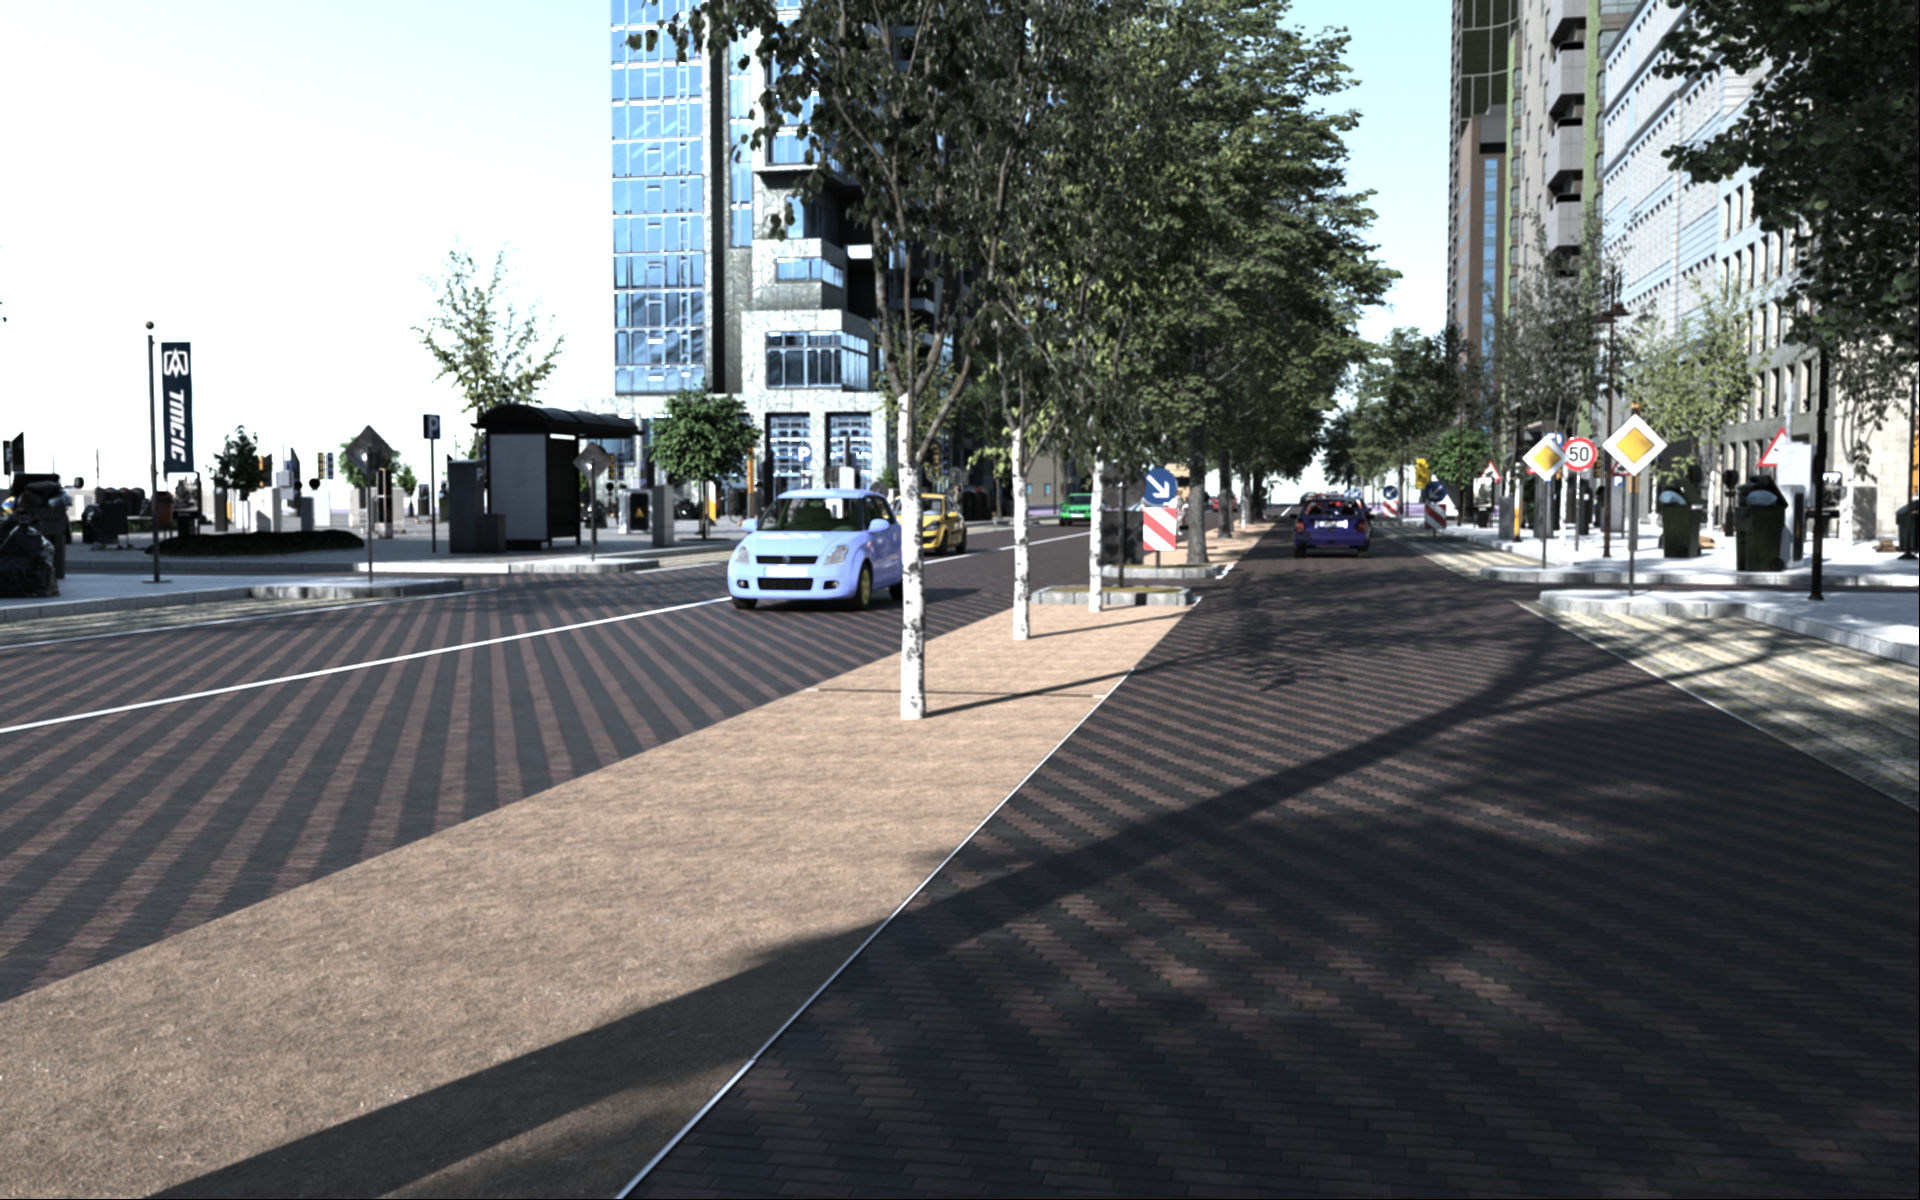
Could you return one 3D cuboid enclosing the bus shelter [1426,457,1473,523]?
[{"bbox_3d":[22.582,-5.239,79.573,2.014,3.302,5.546,1,4,11],"label":"bus shelter"}]

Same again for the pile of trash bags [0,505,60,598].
[{"bbox_3d":[-13.120,-0.727,21.635,3.447,1.369,1.912,-1,4,-19],"label":"pile of trash bags"}]

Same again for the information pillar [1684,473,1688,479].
[{"bbox_3d":[25.735,-3.461,61.077,0.304,2.012,0.304,0,4,-4],"label":"information pillar"}]

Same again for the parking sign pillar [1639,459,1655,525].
[{"bbox_3d":[29.571,-5.187,73.283,1.447,3.967,1.447,3,4,38],"label":"parking sign pillar"}]

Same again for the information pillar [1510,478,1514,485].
[{"bbox_3d":[25.253,-4.556,78.987,0.304,2.012,0.304,-2,4,-28],"label":"information pillar"}]

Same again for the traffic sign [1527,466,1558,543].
[{"bbox_3d":[15.396,-2.801,45.806,0.884,2.594,0.081,1,4,12],"label":"traffic sign"}]

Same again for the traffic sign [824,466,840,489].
[{"bbox_3d":[-4.737,-3.791,64.118,0.606,2.300,0.079,1,4,14],"label":"traffic sign"}]

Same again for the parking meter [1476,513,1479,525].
[{"bbox_3d":[21.453,-4.003,71.159,0.399,1.863,0.255,-1,4,-20],"label":"parking meter"}]

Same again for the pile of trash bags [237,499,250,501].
[{"bbox_3d":[-41.330,-5.562,100.686,3.447,1.369,1.912,-2,4,-30],"label":"pile of trash bags"}]

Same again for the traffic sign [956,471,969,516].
[{"bbox_3d":[0.093,-4.615,77.586,0.606,2.300,0.079,1,4,19],"label":"traffic sign"}]

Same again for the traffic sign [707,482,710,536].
[{"bbox_3d":[-7.649,-3.210,52.586,0.768,2.556,0.104,1,4,16],"label":"traffic sign"}]

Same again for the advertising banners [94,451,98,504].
[{"bbox_3d":[-34.270,-4.435,68.698,0.090,3.025,2.074,-2,4,-29],"label":"advertising banners"}]

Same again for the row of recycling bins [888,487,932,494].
[{"bbox_3d":[-2.967,-5.594,98.569,3.534,1.692,1.069,3,5,40],"label":"row of recycling bins"}]

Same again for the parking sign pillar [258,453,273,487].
[{"bbox_3d":[-44.880,-7.519,111.406,1.447,3.967,1.447,-1,4,-19],"label":"parking sign pillar"}]

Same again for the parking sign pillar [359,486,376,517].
[{"bbox_3d":[-33.566,-6.722,98.371,1.447,3.967,1.447,-1,4,-9],"label":"parking sign pillar"}]

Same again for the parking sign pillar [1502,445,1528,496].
[{"bbox_3d":[30.762,-6.577,96.000,1.447,3.967,1.447,3,4,37],"label":"parking sign pillar"}]

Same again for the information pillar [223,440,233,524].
[{"bbox_3d":[-31.720,-5.114,74.975,0.504,3.616,0.183,3,5,43],"label":"information pillar"}]

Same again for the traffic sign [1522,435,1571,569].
[{"bbox_3d":[9.948,-1.578,29.449,0.795,2.450,0.064,1,4,11],"label":"traffic sign"}]

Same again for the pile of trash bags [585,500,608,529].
[{"bbox_3d":[-14.854,-3.376,64.958,3.447,1.369,1.912,0,4,2],"label":"pile of trash bags"}]

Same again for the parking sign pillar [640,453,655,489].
[{"bbox_3d":[-17.443,-6.616,96.648,1.447,3.967,1.447,1,4,9],"label":"parking sign pillar"}]

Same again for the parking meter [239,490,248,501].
[{"bbox_3d":[-38.069,-5.281,92.062,0.255,1.863,0.399,2,4,25],"label":"parking meter"}]

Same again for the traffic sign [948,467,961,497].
[{"bbox_3d":[-0.271,-4.910,80.380,0.768,2.556,0.104,1,4,19],"label":"traffic sign"}]

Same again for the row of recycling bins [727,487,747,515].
[{"bbox_3d":[-13.200,-6.081,106.534,1.069,1.692,3.534,1,4,23],"label":"row of recycling bins"}]

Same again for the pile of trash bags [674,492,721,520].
[{"bbox_3d":[-13.256,-4.712,86.787,1.912,1.369,3.447,2,4,35],"label":"pile of trash bags"}]

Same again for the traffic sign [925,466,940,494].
[{"bbox_3d":[-1.166,-4.666,76.388,0.768,2.556,0.104,1,4,14],"label":"traffic sign"}]

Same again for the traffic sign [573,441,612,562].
[{"bbox_3d":[-6.964,-1.784,32.811,0.795,2.450,0.064,1,4,11],"label":"traffic sign"}]

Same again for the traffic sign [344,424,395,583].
[{"bbox_3d":[-8.517,-1.305,24.978,0.795,2.450,0.064,1,4,11],"label":"traffic sign"}]

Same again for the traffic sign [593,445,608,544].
[{"bbox_3d":[-9.373,-2.709,44.401,0.768,2.556,0.104,1,4,15],"label":"traffic sign"}]

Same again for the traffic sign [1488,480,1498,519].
[{"bbox_3d":[25.554,-5.119,83.702,0.884,2.594,0.081,1,4,20],"label":"traffic sign"}]

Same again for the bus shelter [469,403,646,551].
[{"bbox_3d":[-9.451,-2.898,41.305,2.014,3.302,5.546,1,4,11],"label":"bus shelter"}]

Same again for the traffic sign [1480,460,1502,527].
[{"bbox_3d":[20.315,-4.062,66.411,0.884,2.594,0.081,1,4,20],"label":"traffic sign"}]

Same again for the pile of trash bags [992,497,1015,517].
[{"bbox_3d":[1.553,-5.385,97.789,3.447,1.369,1.912,-1,4,-9],"label":"pile of trash bags"}]

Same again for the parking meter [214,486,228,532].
[{"bbox_3d":[-25.148,-3.257,58.964,0.399,1.863,0.255,0,4,-3],"label":"parking meter"}]

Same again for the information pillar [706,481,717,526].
[{"bbox_3d":[-10.077,-4.798,69.806,0.504,3.616,0.183,1,4,11],"label":"information pillar"}]

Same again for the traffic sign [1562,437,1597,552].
[{"bbox_3d":[13.787,-2.357,38.635,0.768,2.556,0.104,1,4,18],"label":"traffic sign"}]

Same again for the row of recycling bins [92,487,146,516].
[{"bbox_3d":[-48.631,-5.680,99.975,1.069,1.692,3.534,1,4,23],"label":"row of recycling bins"}]

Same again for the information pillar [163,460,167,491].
[{"bbox_3d":[-54.418,-7.792,118.757,0.504,3.616,0.183,1,4,16],"label":"information pillar"}]

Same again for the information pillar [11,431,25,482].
[{"bbox_3d":[-34.677,-4.433,63.832,0.183,3.616,0.504,2,4,29],"label":"information pillar"}]

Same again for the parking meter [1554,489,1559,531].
[{"bbox_3d":[20.731,-3.191,60.583,0.372,1.533,0.369,0,3,0],"label":"parking meter"}]

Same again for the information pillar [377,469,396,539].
[{"bbox_3d":[-16.573,-2.778,49.914,0.304,2.012,0.304,2,4,26],"label":"information pillar"}]

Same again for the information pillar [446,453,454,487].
[{"bbox_3d":[-28.897,-6.540,98.278,0.183,3.616,0.504,3,5,39],"label":"information pillar"}]

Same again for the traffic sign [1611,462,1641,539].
[{"bbox_3d":[19.136,-3.054,49.931,0.884,2.594,0.081,1,4,13],"label":"traffic sign"}]

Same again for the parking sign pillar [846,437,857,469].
[{"bbox_3d":[-5.214,-5.757,82.607,1.447,3.967,1.447,0,4,-7],"label":"parking sign pillar"}]

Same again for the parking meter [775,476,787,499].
[{"bbox_3d":[-5.938,-3.170,57.546,0.255,1.863,0.399,2,4,26],"label":"parking meter"}]

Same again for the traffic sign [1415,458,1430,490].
[{"bbox_3d":[26.638,-6.302,96.905,2.265,3.308,0.079,1,4,14],"label":"traffic sign"}]

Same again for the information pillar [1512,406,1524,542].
[{"bbox_3d":[14.933,-3.356,46.224,0.183,3.616,0.504,2,4,32],"label":"information pillar"}]

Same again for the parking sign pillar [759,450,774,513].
[{"bbox_3d":[-11.716,-7.100,104.555,1.447,3.967,1.447,1,4,21],"label":"parking sign pillar"}]

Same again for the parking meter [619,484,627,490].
[{"bbox_3d":[-18.951,-5.614,97.497,0.399,1.863,0.255,1,4,21],"label":"parking meter"}]

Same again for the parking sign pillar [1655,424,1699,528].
[{"bbox_3d":[27.415,-4.740,65.965,1.447,3.967,1.447,1,4,23],"label":"parking sign pillar"}]

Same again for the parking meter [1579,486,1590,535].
[{"bbox_3d":[19.582,-2.815,54.435,0.372,1.533,0.369,0,3,0],"label":"parking meter"}]

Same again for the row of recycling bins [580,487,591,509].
[{"bbox_3d":[-20.071,-5.218,92.427,1.069,1.692,3.534,0,4,-1],"label":"row of recycling bins"}]

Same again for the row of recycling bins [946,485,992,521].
[{"bbox_3d":[0.395,-4.627,82.763,1.069,1.692,3.534,2,4,31],"label":"row of recycling bins"}]

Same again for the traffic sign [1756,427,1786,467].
[{"bbox_3d":[15.887,-2.052,33.559,0.884,2.594,0.081,1,4,14],"label":"traffic sign"}]

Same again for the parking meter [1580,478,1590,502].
[{"bbox_3d":[22.381,-3.451,62.128,0.399,1.863,0.255,1,4,11],"label":"parking meter"}]

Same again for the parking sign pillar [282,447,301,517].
[{"bbox_3d":[-37.846,-6.719,98.330,1.447,3.967,1.447,-3,4,-38],"label":"parking sign pillar"}]

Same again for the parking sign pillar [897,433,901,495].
[{"bbox_3d":[-2.401,-5.412,76.954,1.447,3.967,1.447,1,4,16],"label":"parking sign pillar"}]

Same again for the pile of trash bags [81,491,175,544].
[{"bbox_3d":[-22.397,-2.177,45.348,3.447,1.369,1.912,-1,4,-15],"label":"pile of trash bags"}]

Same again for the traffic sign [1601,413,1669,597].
[{"bbox_3d":[8.395,-1.099,21.616,0.795,2.450,0.064,1,4,11],"label":"traffic sign"}]

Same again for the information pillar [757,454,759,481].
[{"bbox_3d":[-11.915,-6.773,102.085,0.183,3.616,0.504,-1,4,-9],"label":"information pillar"}]

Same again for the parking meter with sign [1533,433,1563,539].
[{"bbox_3d":[16.942,-3.293,50.101,0.543,3.016,1.738,0,4,7],"label":"parking meter with sign"}]
